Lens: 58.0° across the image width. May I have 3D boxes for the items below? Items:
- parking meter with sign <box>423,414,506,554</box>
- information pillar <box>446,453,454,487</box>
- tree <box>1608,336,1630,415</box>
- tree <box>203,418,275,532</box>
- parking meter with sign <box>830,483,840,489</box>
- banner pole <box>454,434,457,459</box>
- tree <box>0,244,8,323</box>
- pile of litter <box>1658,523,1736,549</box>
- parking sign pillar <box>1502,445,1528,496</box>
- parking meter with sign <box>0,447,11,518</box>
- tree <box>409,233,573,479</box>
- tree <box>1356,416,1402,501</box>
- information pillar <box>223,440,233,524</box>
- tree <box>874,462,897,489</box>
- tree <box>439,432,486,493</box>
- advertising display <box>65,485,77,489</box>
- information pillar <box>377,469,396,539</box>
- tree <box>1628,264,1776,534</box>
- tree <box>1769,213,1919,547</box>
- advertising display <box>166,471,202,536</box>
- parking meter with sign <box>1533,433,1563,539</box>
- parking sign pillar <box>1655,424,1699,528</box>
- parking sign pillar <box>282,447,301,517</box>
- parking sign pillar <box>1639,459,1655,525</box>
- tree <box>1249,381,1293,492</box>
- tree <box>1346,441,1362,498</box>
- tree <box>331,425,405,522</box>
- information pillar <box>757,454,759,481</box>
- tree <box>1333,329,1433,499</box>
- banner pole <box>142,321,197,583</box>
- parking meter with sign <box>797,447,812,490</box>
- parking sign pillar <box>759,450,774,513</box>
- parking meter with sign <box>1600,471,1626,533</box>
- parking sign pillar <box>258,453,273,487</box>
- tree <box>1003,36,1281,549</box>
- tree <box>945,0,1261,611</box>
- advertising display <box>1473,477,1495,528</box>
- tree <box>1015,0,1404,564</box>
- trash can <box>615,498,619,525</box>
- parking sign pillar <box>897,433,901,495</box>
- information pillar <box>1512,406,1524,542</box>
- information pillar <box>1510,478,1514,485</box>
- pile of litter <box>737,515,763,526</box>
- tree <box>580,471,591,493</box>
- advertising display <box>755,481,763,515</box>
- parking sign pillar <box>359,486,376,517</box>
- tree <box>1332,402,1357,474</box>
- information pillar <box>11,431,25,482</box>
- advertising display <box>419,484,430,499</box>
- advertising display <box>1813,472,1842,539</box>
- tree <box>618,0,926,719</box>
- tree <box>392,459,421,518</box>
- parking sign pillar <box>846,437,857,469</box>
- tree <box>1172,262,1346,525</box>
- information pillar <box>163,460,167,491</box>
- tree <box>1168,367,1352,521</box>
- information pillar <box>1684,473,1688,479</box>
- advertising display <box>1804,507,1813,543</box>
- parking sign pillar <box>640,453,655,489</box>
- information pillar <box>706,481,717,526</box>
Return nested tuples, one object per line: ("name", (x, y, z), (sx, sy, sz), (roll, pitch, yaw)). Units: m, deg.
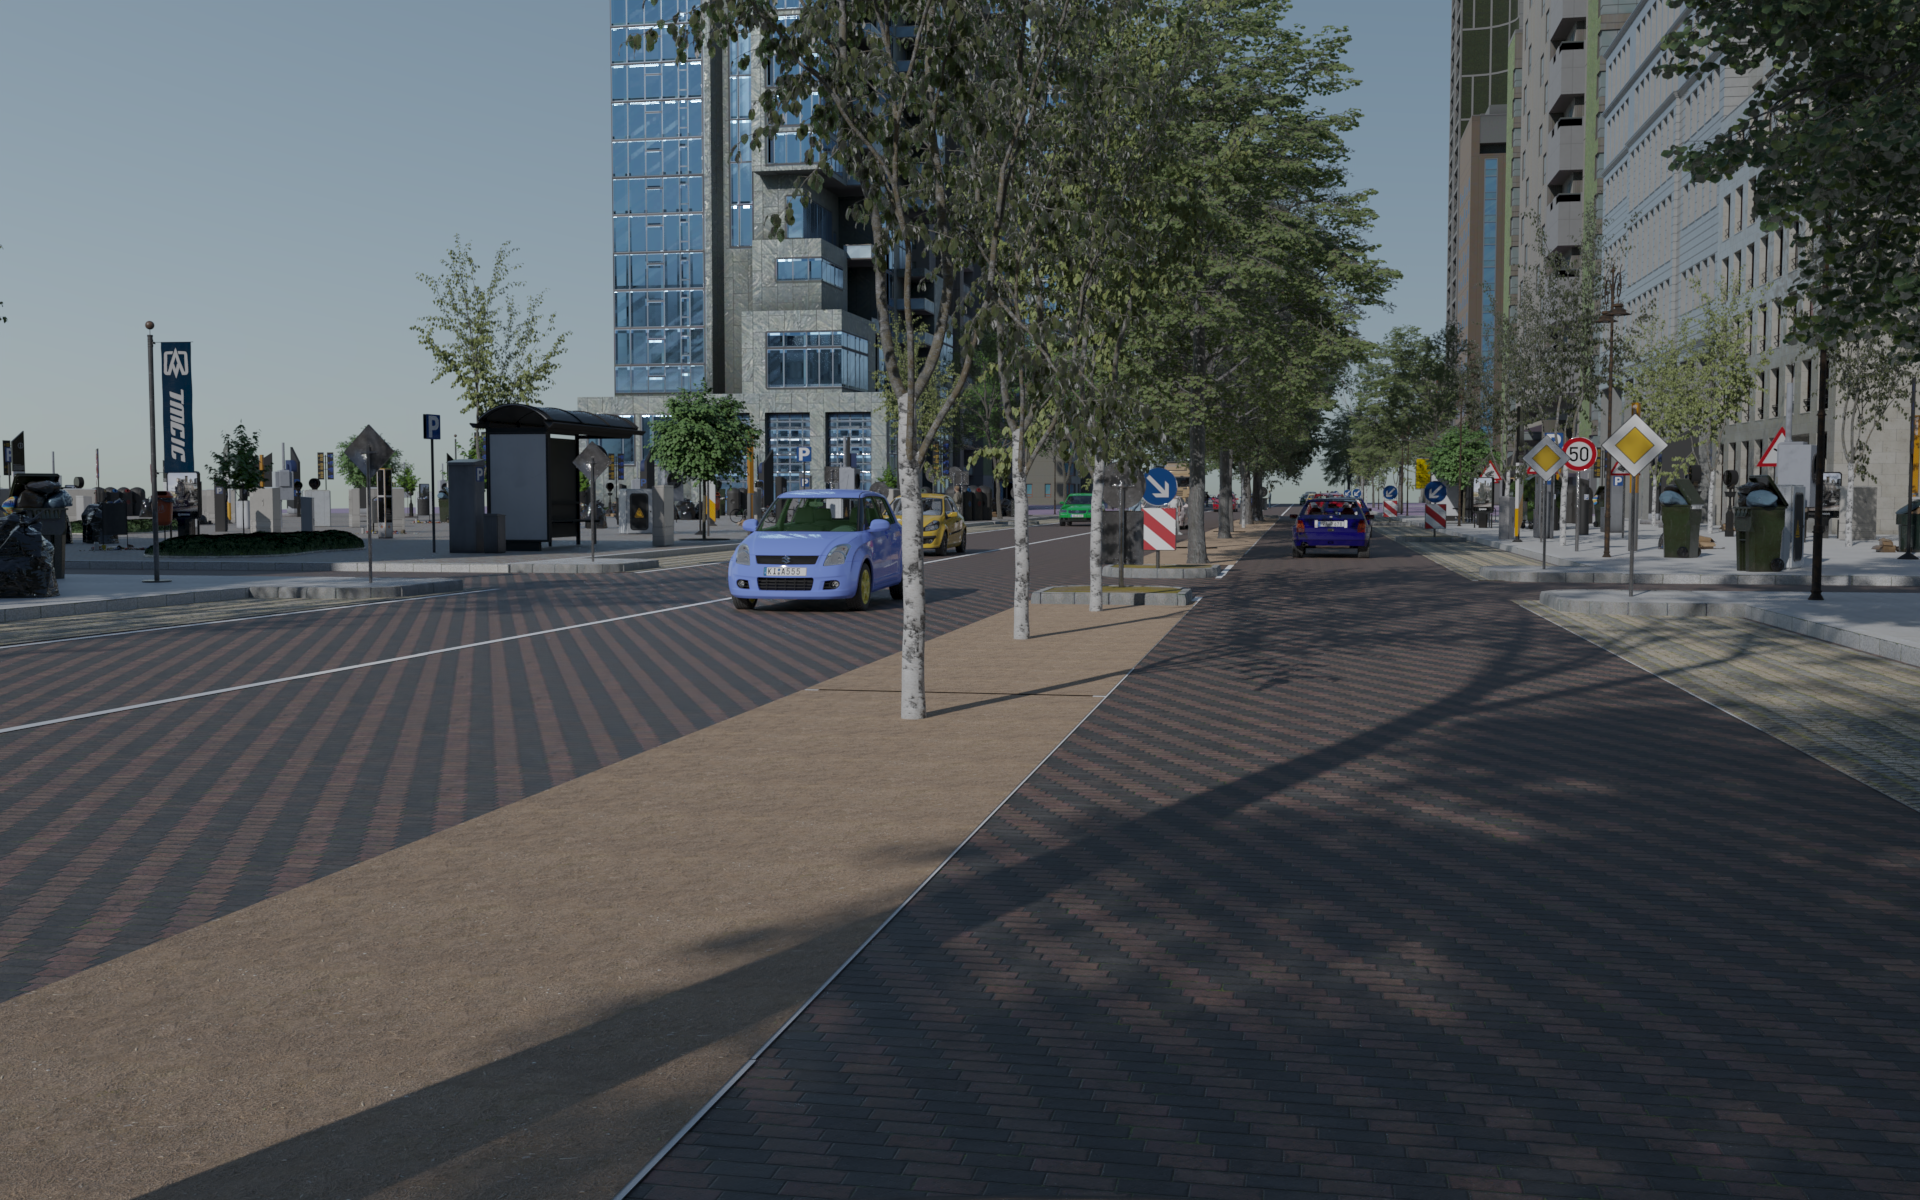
("parking meter with sign", (-10.733, -2.532, 37.651), (1.738, 3.016, 0.543), (1, 4, 16))
("information pillar", (-28.897, -6.540, 98.278), (0.183, 3.616, 0.504), (3, 5, 39))
("tree", (28.052, -7.267, 69.172), (4.737, 8.622, 4.395), (0, 3, 0))
("tree", (-18.026, -3.007, 43.772), (1.663, 3.219, 1.824), (0, 3, 0))
("parking meter with sign", (-6.306, -5.676, 89.056), (0.543, 3.016, 1.738), (-3, 5, -43))
("banner pole", (-21.161, -5.059, 72.736), (0.401, 3.779, 0.863), (-1, 4, -17))
("tree", (-22.981, -5.364, 38.060), (4.737, 8.622, 4.395), (0, 3, 0))
("pile of litter", (17.061, -1.617, 40.401), (1.719, 0.858, 1.176), (0, 4, -2))
("parking sign pillar", (30.762, -6.577, 96.000), (1.447, 3.967, 1.447), (3, 4, 37))
("parking meter with sign", (-36.279, -4.186, 64.708), (1.738, 3.016, 0.543), (0, 4, 5))
("tree", (-13.562, -6.083, 49.815), (4.737, 8.622, 4.395), (0, 3, 0))
("tree", (35.731, -12.016, 146.826), (4.360, 8.622, 3.978), (0, 3, 0))
("information pillar", (-31.720, -5.114, 74.975), (0.504, 3.616, 0.183), (3, 5, 43))
("tree", (-4.390, -6.703, 104.195), (1.663, 3.219, 1.824), (0, 3, 0))
("tree", (-15.096, -3.628, 53.927), (1.663, 3.219, 1.824), (0, 3, 0))
("advertising display", (-61.514, -7.024, 120.054), (0.123, 1.923, 0.974), (3, 5, 40))
("information pillar", (-16.573, -2.778, 49.914), (0.304, 2.012, 0.304), (2, 4, 26))
("tree", (24.374, -6.474, 56.213), (4.737, 8.622, 4.395), (0, 3, 0))
("tree", (21.980, -5.609, 42.065), (4.360, 8.622, 3.978), (0, 3, 0))
("advertising display", (-21.673, -2.640, 48.374), (0.974, 1.923, 0.123), (1, 4, 9))
("parking meter with sign", (16.942, -3.293, 50.101), (0.543, 3.016, 1.738), (0, 4, 7))
("parking sign pillar", (27.415, -4.740, 65.965), (1.447, 3.967, 1.447), (1, 4, 23))
("parking sign pillar", (-37.846, -6.719, 98.330), (1.447, 3.967, 1.447), (-3, 4, -38))
("parking sign pillar", (29.571, -5.187, 73.283), (1.447, 3.967, 1.447), (3, 4, 38))
("tree", (11.961, -7.333, 72.712), (4.360, 8.622, 3.978), (0, 3, 0))
("tree", (43.543, -14.369, 185.298), (4.737, 8.622, 4.395), (0, 3, 0))
("tree", (-27.852, -5.963, 81.207), (4.285, 4.588, 4.351), (0, 3, 0))
("information pillar", (-11.915, -6.773, 102.085), (0.183, 3.616, 0.504), (-1, 4, -9))
("tree", (47.518, -20.964, 198.656), (12.611, 20.169, 13.585), (0, 3, 0))
("banner pole", (-11.473, -2.145, 25.096), (0.863, 3.779, 0.401), (0, 4, 7))
("parking meter with sign", (-5.724, -4.179, 64.590), (0.543, 3.016, 1.738), (0, 4, 1))
("parking sign pillar", (-11.716, -7.100, 104.555), (1.447, 3.967, 1.447), (1, 4, 21))
("parking meter with sign", (21.701, -3.739, 57.387), (0.543, 3.016, 1.738), (0, 4, 0))
("parking sign pillar", (-44.880, -7.519, 111.406), (1.447, 3.967, 1.447), (-1, 4, -19))
("tree", (6.124, -8.086, 45.038), (12.009, 13.543, 11.850), (0, 3, 0))
("tree", (1.662, -4.173, 21.049), (4.737, 8.622, 4.395), (0, 3, 0))
("advertising display", (19.697, -3.668, 65.180), (0.123, 1.923, 0.974), (-2, 4, -29))
("tree", (4.873, -6.976, 34.649), (7.486, 12.596, 7.792), (0, 3, 0))
("trash can", (-13.377, -3.508, 69.008), (0.748, 1.137, 0.748), (0, 3, 0))
("parking sign pillar", (-2.401, -5.412, 76.954), (1.447, 3.967, 1.447), (1, 4, 16))
("information pillar", (14.933, -3.356, 46.224), (0.183, 3.616, 0.504), (2, 4, 32))
("information pillar", (25.253, -4.556, 78.987), (0.304, 2.012, 0.304), (-2, 4, -28))
("pile of litter", (-8.429, -3.395, 69.474), (1.176, 0.858, 1.719), (1, 4, 18))
("tree", (-17.845, -5.232, 80.141), (1.663, 3.219, 1.824), (0, 3, 0))
("advertising display", (-9.973, -4.940, 85.983), (0.123, 1.923, 0.974), (1, 4, 11))
("parking sign pillar", (-33.566, -6.722, 98.371), (1.447, 3.967, 1.447), (-1, 4, -9))
("tree", (38.911, -13.941, 162.345), (8.767, 10.594, 7.601), (1, 4, 20))
("information pillar", (-34.677, -4.433, 63.832), (0.183, 3.616, 0.504), (2, 4, 29))
("advertising display", (-32.847, -6.176, 106.193), (0.123, 1.923, 0.974), (1, 4, 16))
("advertising display", (24.955, -2.746, 50.114), (0.974, 1.923, 0.123), (2, 4, 25))
("tree", (-0.325, -3.529, 10.516), (4.360, 8.622, 3.978), (0, 3, 0))
("tree", (-30.358, -6.150, 95.153), (1.663, 3.219, 1.824), (0, 3, 0))
("parking sign pillar", (-5.214, -5.757, 82.607), (1.447, 3.967, 1.447), (0, 4, -7))
("tree", (13.423, -10.492, 80.654), (9.857, 13.997, 8.962), (0, 3, 0))
("information pillar", (-54.418, -7.792, 118.757), (0.504, 3.616, 0.183), (1, 4, 16))
("tree", (15.610, -10.488, 90.950), (9.611, 12.733, 9.660), (0, 3, 0))
("information pillar", (25.735, -3.461, 61.077), (0.304, 2.012, 0.304), (0, 4, -4))
("advertising display", (21.934, -2.462, 45.475), (0.974, 1.923, 0.123), (-2, 4, -29))
("parking sign pillar", (-17.443, -6.616, 96.648), (1.447, 3.967, 1.447), (1, 4, 9))
("information pillar", (-10.077, -4.798, 69.806), (0.504, 3.616, 0.183), (1, 4, 11))
